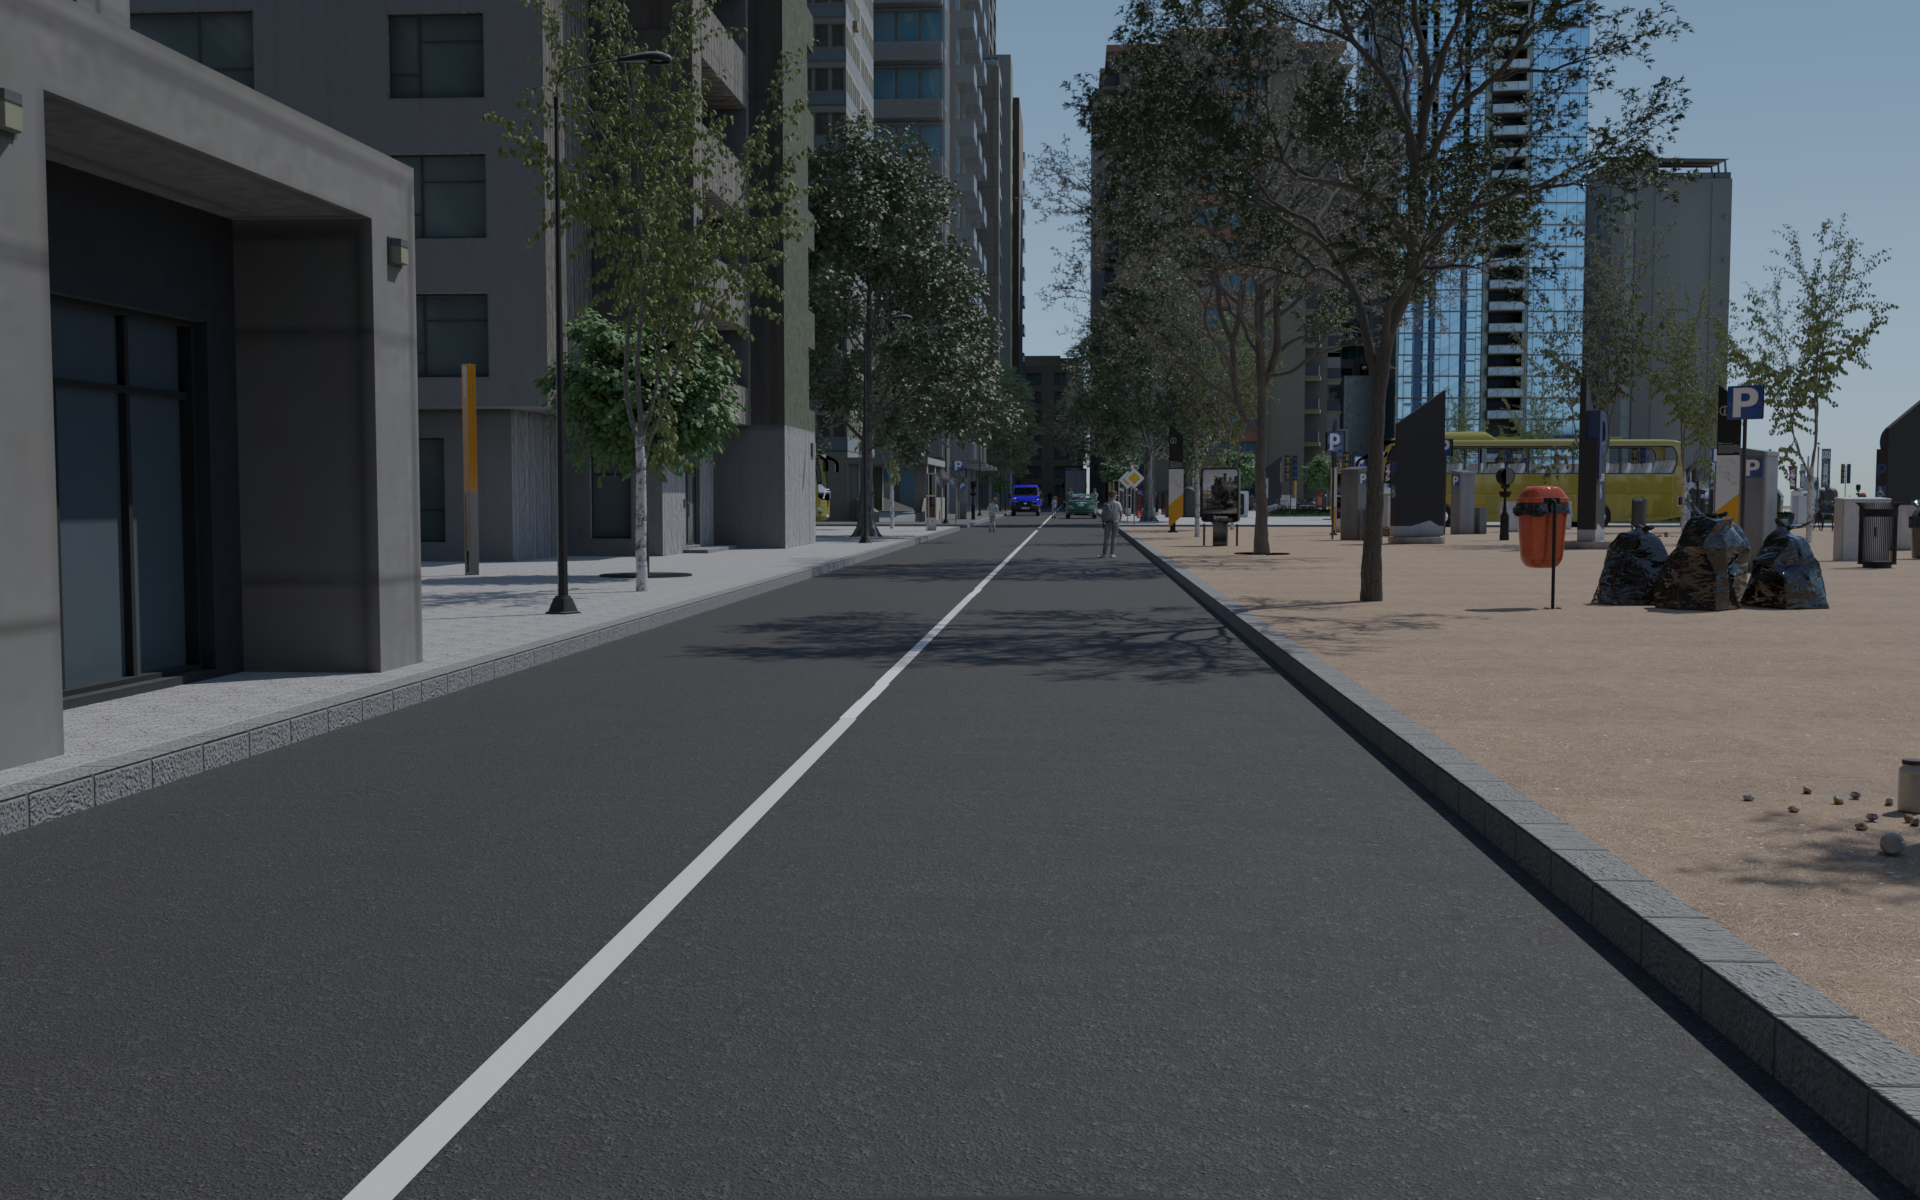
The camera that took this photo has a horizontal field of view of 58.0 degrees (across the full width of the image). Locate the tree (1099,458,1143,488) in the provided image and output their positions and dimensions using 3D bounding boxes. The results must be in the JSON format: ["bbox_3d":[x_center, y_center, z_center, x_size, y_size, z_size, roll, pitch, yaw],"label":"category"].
[{"bbox_3d":[10.982,-7.991,114.373,4.285,4.588,4.351,0,3,0],"label":"tree"}]

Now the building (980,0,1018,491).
[{"bbox_3d":[-4.579,-44.966,173.449,20.563,71.187,20.611,0,4,4],"label":"building"}]

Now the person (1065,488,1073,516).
[{"bbox_3d":[7.184,-6.435,113.895,0.473,1.802,0.592,-1,4,-11],"label":"person"}]

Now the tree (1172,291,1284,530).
[{"bbox_3d":[9.703,-6.824,61.938,4.737,8.622,4.395,0,3,0],"label":"tree"}]

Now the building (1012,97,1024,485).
[{"bbox_3d":[-0.128,-33.174,192.499,14.600,45.320,14.200,0,4,4],"label":"building"}]

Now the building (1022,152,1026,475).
[{"bbox_3d":[-7.276,-36.325,213.526,30.456,49.044,23.786,0,4,4],"label":"building"}]

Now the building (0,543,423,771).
[{"bbox_3d":[-14.577,-34.798,7.207,20.563,71.187,20.611,0,4,4],"label":"building"}]

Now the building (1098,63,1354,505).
[{"bbox_3d":[31.060,-37.958,209.858,28.713,52.752,27.495,0,4,4],"label":"building"}]

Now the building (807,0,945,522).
[{"bbox_3d":[-17.215,-24.136,86.501,32.217,40.220,23.993,0,4,4],"label":"building"}]

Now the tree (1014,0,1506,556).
[{"bbox_3d":[6.233,-7.696,36.193,12.009,13.543,11.850,0,3,0],"label":"tree"}]

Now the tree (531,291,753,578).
[{"bbox_3d":[-4.947,-2.650,27.042,4.285,4.588,4.351,0,3,0],"label":"tree"}]

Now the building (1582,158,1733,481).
[{"bbox_3d":[84.816,-32.370,212.851,14.086,41.232,14.154,0,4,4],"label":"building"}]

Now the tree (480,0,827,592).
[{"bbox_3d":[-3.965,-4.421,22.652,4.737,8.622,4.395,0,3,0],"label":"tree"}]

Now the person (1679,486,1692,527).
[{"bbox_3d":[29.445,-3.742,70.228,0.362,1.759,0.519,-2,4,-28],"label":"person"}]

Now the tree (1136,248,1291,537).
[{"bbox_3d":[7.278,-6.172,51.270,4.360,8.622,3.978,0,3,0],"label":"tree"}]

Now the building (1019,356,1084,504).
[{"bbox_3d":[3.138,-24.621,247.590,28.899,21.520,27.650,0,4,4],"label":"building"}]

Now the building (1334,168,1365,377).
[{"bbox_3d":[58.329,-37.694,240.003,21.600,48.544,21.300,0,4,4],"label":"building"}]

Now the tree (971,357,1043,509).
[{"bbox_3d":[3.469,-13.810,143.917,7.486,12.596,7.792,0,3,0],"label":"tree"}]

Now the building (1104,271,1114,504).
[{"bbox_3d":[22.875,-25.600,190.265,14.160,30.474,14.107,0,4,4],"label":"building"}]

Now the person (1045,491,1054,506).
[{"bbox_3d":[11.083,-12.570,214.152,1.348,1.807,0.705,-1,4,-9],"label":"person"}]

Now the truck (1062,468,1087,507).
[{"bbox_3d":[12.871,-12.539,193.926,2.839,4.237,11.283,0,4,3],"label":"truck"}]

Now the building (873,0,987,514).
[{"bbox_3d":[-9.642,-30.664,120.971,23.786,49.044,30.456,0,4,4],"label":"building"}]

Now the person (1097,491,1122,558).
[{"bbox_3d":[3.372,-1.705,38.980,0.503,1.515,0.523,-2,4,-24],"label":"person"}]

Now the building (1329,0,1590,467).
[{"bbox_3d":[61.985,-54.864,209.701,31.000,86.520,22.319,0,4,4],"label":"building"}]

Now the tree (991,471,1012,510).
[{"bbox_3d":[3.354,-8.807,138.598,1.663,3.219,1.824,0,3,0],"label":"tree"}]

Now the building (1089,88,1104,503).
[{"bbox_3d":[32.422,-42.817,242.060,28.212,58.520,21.231,0,4,4],"label":"building"}]

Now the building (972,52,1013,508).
[{"bbox_3d":[-2.508,-28.947,156.876,14.154,41.232,14.086,0,4,4],"label":"building"}]

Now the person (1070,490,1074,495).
[{"bbox_3d":[9.455,-8.384,145.823,0.600,1.795,0.529,-1,4,-10],"label":"person"}]

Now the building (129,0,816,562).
[{"bbox_3d":[-11.230,-16.288,38.008,14.160,30.474,14.107,0,4,4],"label":"building"}]

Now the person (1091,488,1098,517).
[{"bbox_3d":[8.284,-6.031,107.283,0.511,1.800,0.466,2,4,27],"label":"person"}]

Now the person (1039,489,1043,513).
[{"bbox_3d":[6.069,-7.523,131.597,0.616,1.811,0.778,-1,4,-15],"label":"person"}]

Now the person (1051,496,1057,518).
[{"bbox_3d":[5.502,-5.449,101.869,0.394,1.301,0.425,2,4,28],"label":"person"}]

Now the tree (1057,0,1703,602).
[{"bbox_3d":[4.717,-5.247,20.196,8.767,10.594,7.601,2,4,35],"label":"tree"}]

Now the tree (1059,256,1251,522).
[{"bbox_3d":[8.791,-10.003,80.550,9.611,12.733,9.660,0,3,0],"label":"tree"}]

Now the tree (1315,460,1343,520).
[{"bbox_3d":[18.666,-5.588,85.959,1.663,3.219,1.824,0,3,0],"label":"tree"}]

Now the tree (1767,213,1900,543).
[{"bbox_3d":[22.117,-5.812,45.387,4.737,8.622,4.395,0,3,0],"label":"tree"}]

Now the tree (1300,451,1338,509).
[{"bbox_3d":[26.799,-8.783,127.315,4.285,4.588,4.351,0,3,0],"label":"tree"}]

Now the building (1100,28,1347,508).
[{"bbox_3d":[24.832,-31.400,168.008,22.147,44.769,28.867,0,4,4],"label":"building"}]

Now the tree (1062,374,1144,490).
[{"bbox_3d":[12.111,-13.028,138.767,9.928,11.665,9.643,0,3,0],"label":"tree"}]

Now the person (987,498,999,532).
[{"bbox_3d":[1.214,-3.186,64.865,0.425,1.301,0.394,-1,4,-15],"label":"person"}]

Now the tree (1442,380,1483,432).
[{"bbox_3d":[32.359,-9.925,112.633,4.737,8.622,4.395,0,3,0],"label":"tree"}]

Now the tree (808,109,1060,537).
[{"bbox_3d":[-2.710,-8.251,51.919,9.611,12.733,9.660,0,3,0],"label":"tree"}]

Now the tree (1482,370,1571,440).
[{"bbox_3d":[33.444,-9.176,100.389,4.737,8.622,4.395,0,3,0],"label":"tree"}]

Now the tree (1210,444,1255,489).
[{"bbox_3d":[17.830,-7.871,112.406,4.285,4.588,4.351,0,3,0],"label":"tree"}]

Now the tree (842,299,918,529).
[{"bbox_3d":[-2.735,-6.947,63.940,4.737,8.622,4.395,0,3,0],"label":"tree"}]
